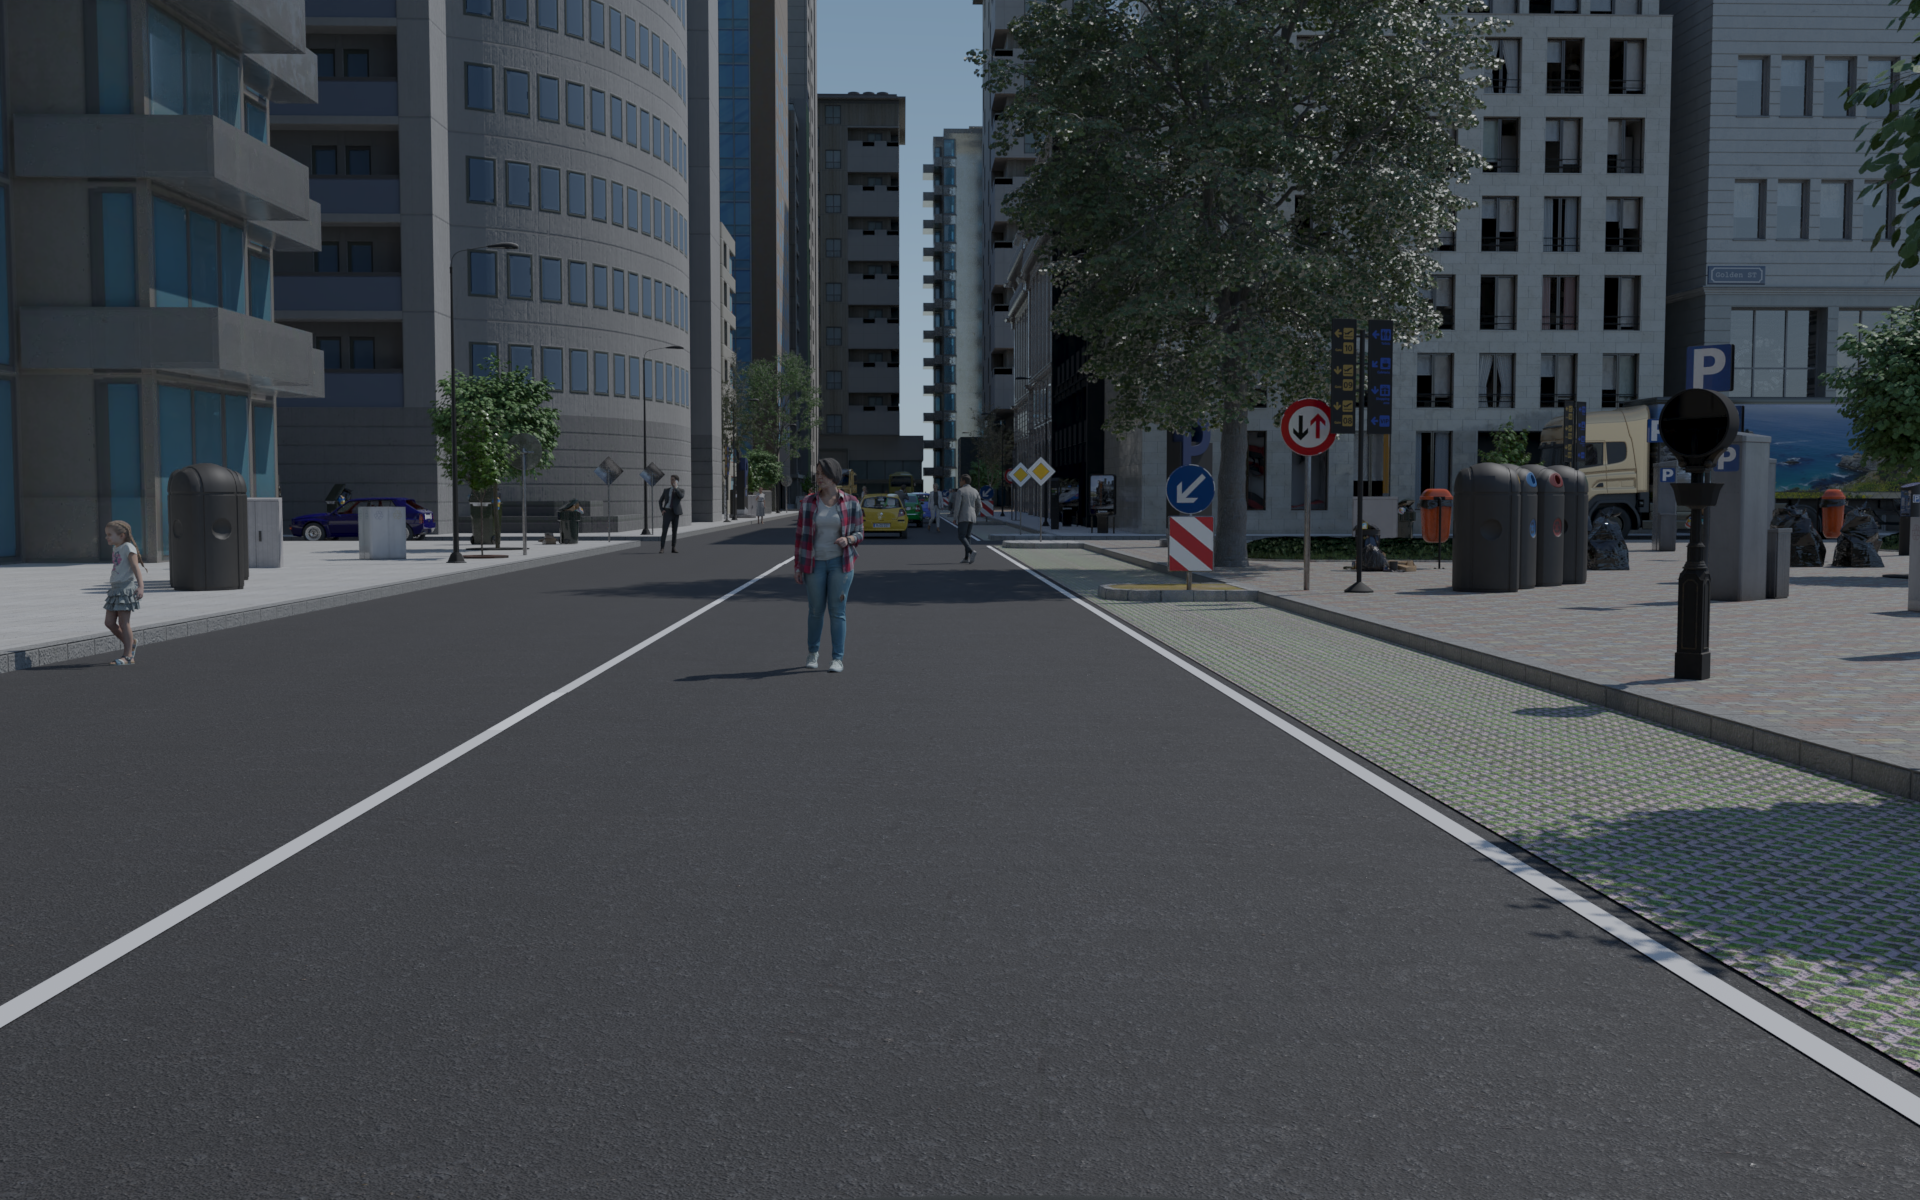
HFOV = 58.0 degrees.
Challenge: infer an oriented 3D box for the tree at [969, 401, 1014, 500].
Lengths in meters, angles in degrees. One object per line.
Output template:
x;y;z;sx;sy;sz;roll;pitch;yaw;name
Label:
2.486;-11.336;135.702;4.360;8.622;3.978;0;3;0;tree

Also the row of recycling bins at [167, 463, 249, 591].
-10.599;-1.059;24.431;1.069;1.692;3.534;-1;4;-21;row of recycling bins

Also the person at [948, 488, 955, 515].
-0.500;-6.677;117.767;0.767;1.812;0.694;0;4;-7;person

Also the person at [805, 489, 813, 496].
-8.952;-5.732;102.793;0.524;1.755;0.480;0;4;2;person

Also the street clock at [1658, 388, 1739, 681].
5.089;-0.453;11.979;0.471;2.002;0.358;3;5;40;street clock

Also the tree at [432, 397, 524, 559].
-9.727;-2.450;34.665;1.663;3.219;1.824;0;3;0;tree

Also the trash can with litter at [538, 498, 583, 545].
-10.172;-2.002;44.122;1.055;1.170;0.624;-2;4;-33;trash can with litter

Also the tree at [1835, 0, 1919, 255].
5.666;-1.456;7.518;4.285;4.588;4.351;0;3;0;tree

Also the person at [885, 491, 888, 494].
-6.888;-9.185;159.195;0.721;1.766;1.217;-2;4;-24;person

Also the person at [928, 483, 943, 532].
-0.952;-3.494;65.501;0.514;1.842;0.818;-2;4;-28;person

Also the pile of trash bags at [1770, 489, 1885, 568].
15.899;-1.344;31.724;1.912;1.369;3.447;2;4;29;pile of trash bags

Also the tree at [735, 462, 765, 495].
-12.344;-6.578;102.153;1.663;3.219;1.824;0;3;0;tree

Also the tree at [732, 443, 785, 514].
-12.916;-7.789;111.070;4.285;4.588;4.351;0;3;0;tree

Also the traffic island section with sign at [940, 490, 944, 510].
-2.299;-10.676;183.178;1.989;1.847;2.006;0;4;-2;traffic island section with sign

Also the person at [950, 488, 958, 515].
-0.270;-6.119;108.812;0.850;1.792;0.678;-2;4;-31;person

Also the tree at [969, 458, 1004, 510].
2.169;-9.752;143.154;4.285;4.588;4.351;0;3;0;tree

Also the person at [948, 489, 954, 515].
-0.538;-6.283;111.711;0.515;1.767;0.782;0;4;8;person

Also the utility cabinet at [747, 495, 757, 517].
-12.056;-5.351;98.647;1.020;1.237;0.306;-3;5;-41;utility cabinet

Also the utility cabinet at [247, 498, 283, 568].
-12.331;-1.157;30.086;1.020;1.237;0.306;-1;4;-10;utility cabinet

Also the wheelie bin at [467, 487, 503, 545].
-12.071;-2.211;44.056;0.980;1.594;0.693;1;4;12;wheelie bin

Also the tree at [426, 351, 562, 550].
-10.689;-3.444;40.016;4.285;4.588;4.351;0;3;0;tree

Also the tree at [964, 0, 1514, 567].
4.796;-7.573;30.481;9.857;13.997;8.962;0;3;0;tree

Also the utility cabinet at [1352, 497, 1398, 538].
9.637;-1.778;40.225;1.020;1.237;0.306;1;4;14;utility cabinet

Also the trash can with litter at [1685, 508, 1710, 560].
10.914;-0.856;25.382;0.624;1.170;1.055;1;4;18;trash can with litter

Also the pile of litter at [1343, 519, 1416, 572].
7.085;-0.931;29.195;1.176;0.858;1.719;0;4;6;pile of litter

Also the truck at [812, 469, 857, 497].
-9.644;-8.591;136.388;3.469;3.379;9.791;0;4;-1;truck

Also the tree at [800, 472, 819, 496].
-13.142;-9.555;150.830;1.663;3.219;1.824;0;3;0;tree

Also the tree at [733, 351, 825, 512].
-13.300;-12.164;124.642;9.928;11.665;9.643;0;3;0;tree

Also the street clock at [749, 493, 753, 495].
-13.893;-6.780;115.420;0.471;2.002;0.358;-1;4;-17;street clock

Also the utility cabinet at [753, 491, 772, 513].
-13.091;-6.490;114.796;1.173;1.500;0.318;-2;4;-26;utility cabinet

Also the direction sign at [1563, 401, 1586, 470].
14.990;-3.076;42.294;0.876;3.537;0.379;-3;4;-36;direction sign

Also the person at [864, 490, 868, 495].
-4.208;-4.128;77.804;0.330;1.601;0.589;0;4;3;person

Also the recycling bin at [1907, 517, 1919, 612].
10.780;-0.376;18.708;0.722;1.027;0.722;0;4;2;recycling bin

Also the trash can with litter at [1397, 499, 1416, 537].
10.858;-1.945;43.193;0.624;1.170;1.055;-2;4;-28;trash can with litter

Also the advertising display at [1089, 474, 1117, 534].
4.660;-3.135;56.472;0.974;1.923;0.123;3;4;38;advertising display

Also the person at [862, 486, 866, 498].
-5.036;-5.022;90.496;0.818;1.842;0.514;-1;4;-15;person

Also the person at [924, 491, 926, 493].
-3.926;-11.677;200.131;1.217;1.735;0.721;3;5;44;person

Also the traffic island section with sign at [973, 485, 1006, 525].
1.092;-4.357;79.869;1.989;1.847;2.006;0;4;-2;traffic island section with sign

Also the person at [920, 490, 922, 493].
-3.897;-10.197;175.088;0.709;1.838;0.599;1;4;14;person

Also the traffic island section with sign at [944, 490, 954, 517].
0.201;-6.020;107.062;1.989;1.847;2.006;0;4;-2;traffic island section with sign

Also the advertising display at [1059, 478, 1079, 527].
4.213;-3.854;68.227;0.974;1.923;0.123;0;4;-8;advertising display

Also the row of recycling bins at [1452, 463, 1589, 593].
7.729;-1.028;23.915;1.069;1.692;3.534;3;4;38;row of recycling bins

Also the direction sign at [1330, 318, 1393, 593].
5.208;-1.866;22.510;0.876;3.537;0.379;-1;4;-16;direction sign

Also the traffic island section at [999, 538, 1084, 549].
2.186;-1.478;46.443;2.009;0.180;2.903;0;4;-2;traffic island section

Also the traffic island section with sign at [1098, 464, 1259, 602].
2.935;-0.928;23.807;1.989;1.847;2.006;0;4;-2;traffic island section with sign

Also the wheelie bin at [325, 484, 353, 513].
-19.093;-2.778;53.336;0.980;1.594;0.693;3;5;42;wheelie bin

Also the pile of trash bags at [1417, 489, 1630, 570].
9.616;-1.230;29.865;3.447;1.369;1.912;0;3;0;pile of trash bags

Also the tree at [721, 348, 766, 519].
-11.874;-8.396;87.629;4.360;8.622;3.978;0;3;0;tree

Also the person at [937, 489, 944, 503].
-1.508;-6.744;119.043;0.678;1.792;0.850;-2;4;-30;person

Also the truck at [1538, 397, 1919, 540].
22.271;-3.808;51.167;11.283;4.237;2.839;0;4;-1;truck

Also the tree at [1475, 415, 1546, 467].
13.385;-2.893;41.895;1.663;3.219;1.824;0;3;0;tree

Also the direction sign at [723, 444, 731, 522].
-10.603;-5.305;78.732;0.379;3.537;0.876;0;4;3;direction sign

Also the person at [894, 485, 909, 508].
-2.355;-3.693;69.054;0.592;1.802;0.473;3;5;39;person

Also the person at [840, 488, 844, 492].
-6.828;-5.621;100.748;0.721;1.781;0.623;1;4;11;person

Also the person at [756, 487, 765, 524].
-9.505;-4.498;82.606;0.480;1.755;0.524;-2;4;-26;person

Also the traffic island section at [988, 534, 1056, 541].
1.923;-1.966;54.424;2.009;0.180;2.903;0;4;-2;traffic island section

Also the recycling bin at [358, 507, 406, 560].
-11.384;-1.320;34.128;0.722;1.027;0.722;-3;4;-37;recycling bin
